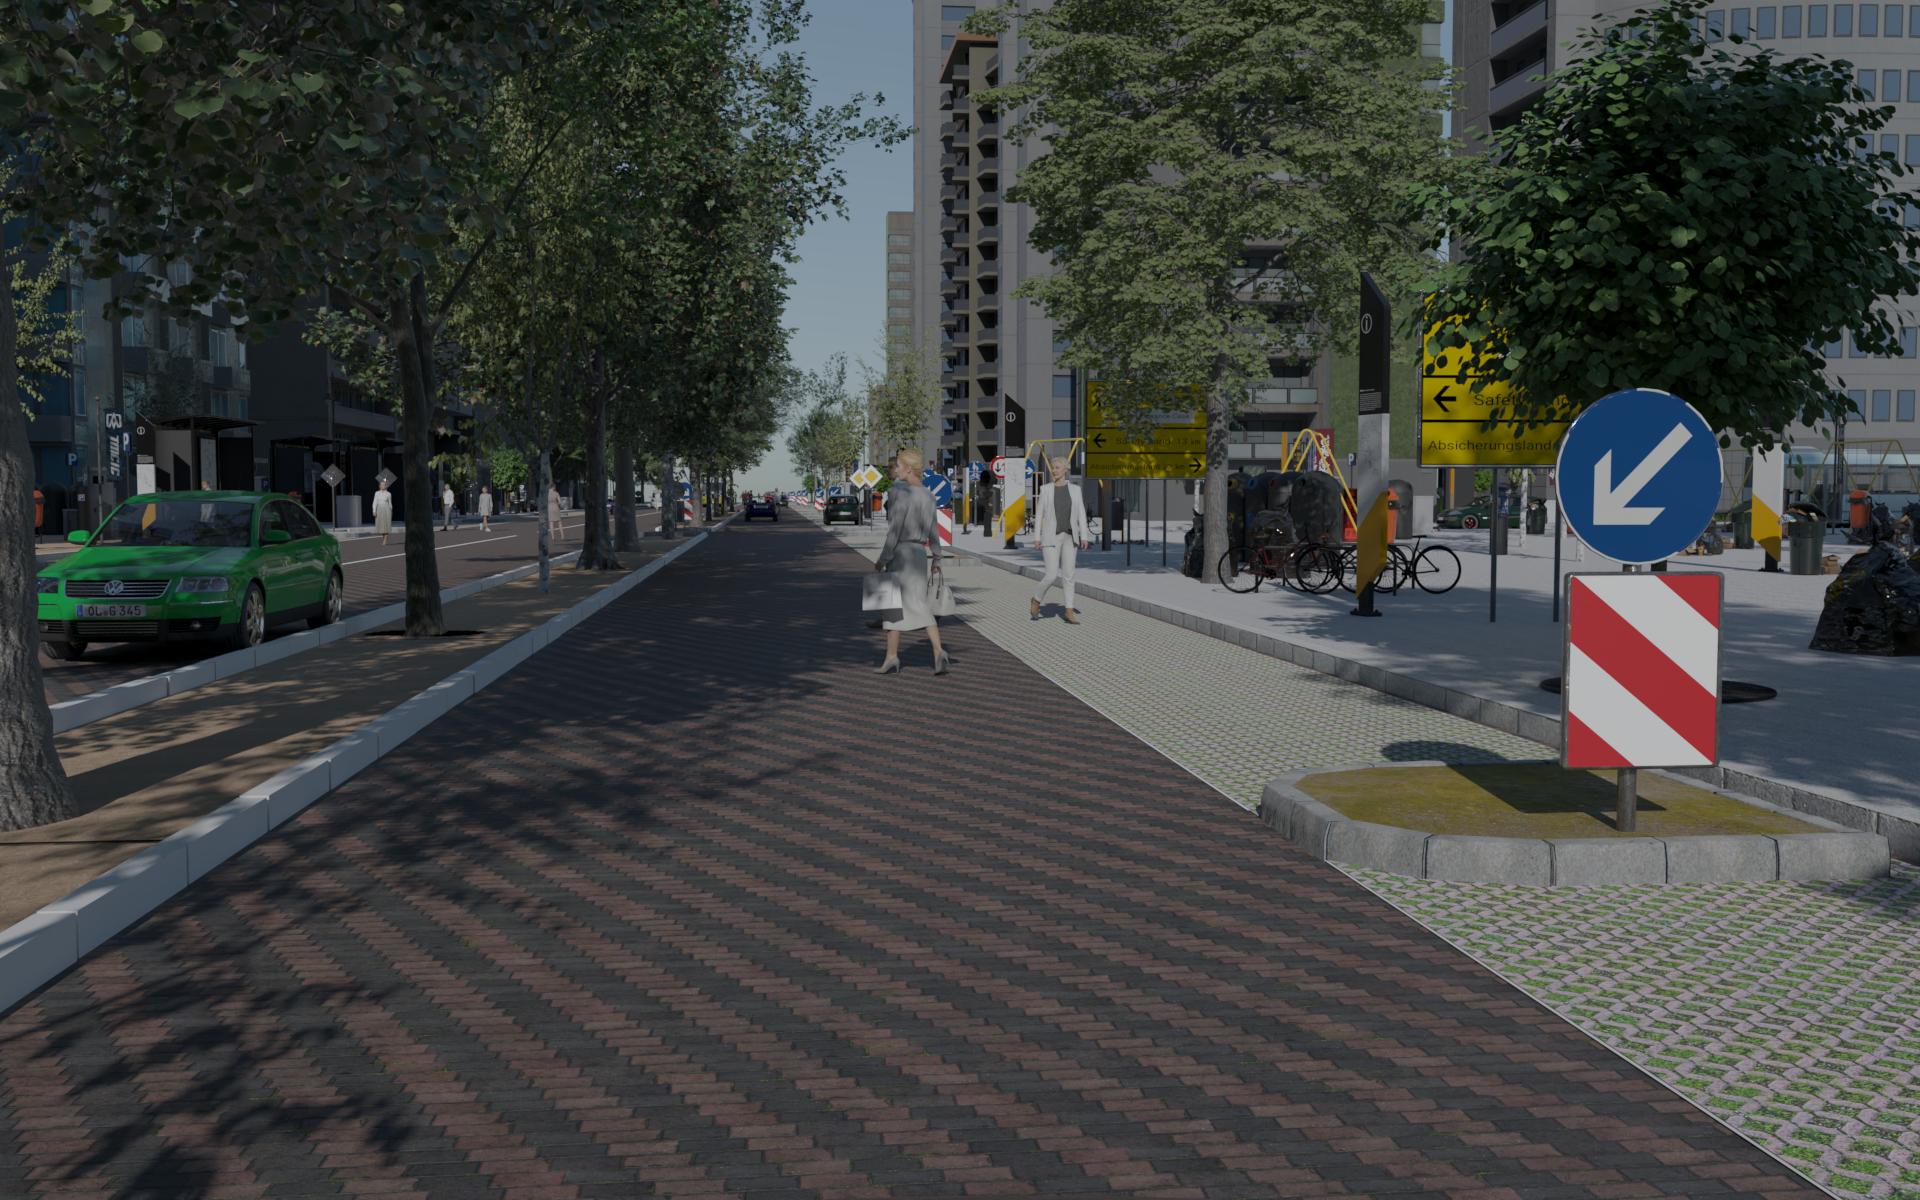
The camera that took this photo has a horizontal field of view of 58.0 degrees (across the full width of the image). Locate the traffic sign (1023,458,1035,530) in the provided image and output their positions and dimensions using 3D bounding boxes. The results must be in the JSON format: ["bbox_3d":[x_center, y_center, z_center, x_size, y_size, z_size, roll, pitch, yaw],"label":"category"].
[{"bbox_3d":[2.265,-3.724,60.991,0.768,2.556,0.104,0,4,-2],"label":"traffic sign"}]

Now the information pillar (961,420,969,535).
[{"bbox_3d":[0.183,-3.876,54.725,0.183,3.616,0.504,-1,4,-13],"label":"information pillar"}]

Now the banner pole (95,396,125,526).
[{"bbox_3d":[-21.921,-3.339,44.617,0.401,3.779,0.863,3,5,42],"label":"banner pole"}]

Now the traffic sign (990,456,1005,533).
[{"bbox_3d":[1.372,-3.524,57.726,0.768,2.556,0.104,0,4,-3],"label":"traffic sign"}]

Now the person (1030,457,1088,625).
[{"bbox_3d":[1.073,-0.658,19.140,0.514,1.842,0.818,-2,4,-29],"label":"person"}]

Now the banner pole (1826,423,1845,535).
[{"bbox_3d":[27.641,-3.945,54.524,0.401,3.779,0.863,0,4,5],"label":"banner pole"}]

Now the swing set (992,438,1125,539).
[{"bbox_3d":[2.743,-3.184,49.674,2.862,2.851,3.119,-2,4,-23],"label":"swing set"}]

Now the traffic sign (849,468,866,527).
[{"bbox_3d":[-3.906,-3.892,67.282,0.795,2.450,0.064,0,4,-6],"label":"traffic sign"}]

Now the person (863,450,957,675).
[{"bbox_3d":[-0.386,-0.294,13.656,0.694,1.780,0.624,-3,4,-37],"label":"person"}]

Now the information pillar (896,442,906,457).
[{"bbox_3d":[-2.621,-5.289,77.824,0.504,3.616,0.183,2,4,26],"label":"information pillar"}]

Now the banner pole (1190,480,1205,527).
[{"bbox_3d":[9.433,-4.785,68.246,0.401,3.779,0.863,-3,4,-37],"label":"banner pole"}]

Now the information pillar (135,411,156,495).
[{"bbox_3d":[-22.879,-3.505,48.669,0.504,3.616,0.183,0,4,-2],"label":"information pillar"}]

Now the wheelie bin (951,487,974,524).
[{"bbox_3d":[0.068,-3.990,73.140,0.693,1.594,0.980,1,4,12],"label":"wheelie bin"}]

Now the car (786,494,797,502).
[{"bbox_3d":[-27.652,-16.724,283.034,1.945,1.707,3.694,0,4,-8],"label":"car"}]

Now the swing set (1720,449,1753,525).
[{"bbox_3d":[27.309,-3.861,60.750,2.862,2.851,3.119,0,4,-8],"label":"swing set"}]

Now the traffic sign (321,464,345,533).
[{"bbox_3d":[-20.778,-3.290,57.431,0.795,2.450,0.064,0,4,-6],"label":"traffic sign"}]

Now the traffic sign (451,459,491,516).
[{"bbox_3d":[-28.519,-6.550,100.971,2.265,3.308,0.079,0,4,-4],"label":"traffic sign"}]

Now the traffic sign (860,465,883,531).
[{"bbox_3d":[-3.037,-3.407,59.344,0.795,2.450,0.064,0,4,-6],"label":"traffic sign"}]

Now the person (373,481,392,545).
[{"bbox_3d":[-16.186,-2.441,48.638,0.478,1.798,0.641,0,4,0],"label":"person"}]

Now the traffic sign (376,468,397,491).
[{"bbox_3d":[-21.647,-3.775,65.369,0.795,2.450,0.064,0,4,-6],"label":"traffic sign"}]

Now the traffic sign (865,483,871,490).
[{"bbox_3d":[-5.292,-6.231,101.976,0.768,2.556,0.104,0,4,-3],"label":"traffic sign"}]

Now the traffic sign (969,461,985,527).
[{"bbox_3d":[0.605,-4.119,67.450,0.768,2.556,0.104,0,4,3],"label":"traffic sign"}]

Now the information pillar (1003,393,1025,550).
[{"bbox_3d":[1.258,-2.979,40.053,0.504,3.616,0.183,0,4,6],"label":"information pillar"}]

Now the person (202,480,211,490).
[{"bbox_3d":[-19.749,-2.256,45.478,0.635,1.810,0.391,3,5,43],"label":"person"}]

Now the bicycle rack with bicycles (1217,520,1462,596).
[{"bbox_3d":[5.094,-0.574,22.767,2.925,0.926,2.852,1,4,23],"label":"bicycle rack with bicycles"}]

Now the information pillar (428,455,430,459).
[{"bbox_3d":[-29.814,-6.473,97.193,0.183,3.616,0.504,-2,4,-26],"label":"information pillar"}]

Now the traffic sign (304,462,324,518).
[{"bbox_3d":[-25.703,-4.209,68.921,0.768,2.556,0.104,0,4,-1],"label":"traffic sign"}]

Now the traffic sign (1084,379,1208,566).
[{"bbox_3d":[3.317,-2.251,30.670,2.265,3.308,0.079,0,4,-4],"label":"traffic sign"}]

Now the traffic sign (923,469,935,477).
[{"bbox_3d":[-1.644,-5.451,89.232,0.768,2.556,0.104,0,4,1],"label":"traffic sign"}]

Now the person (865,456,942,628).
[{"bbox_3d":[-0.590,-0.603,18.465,0.850,1.850,0.679,1,4,14],"label":"person"}]

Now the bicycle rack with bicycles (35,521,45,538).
[{"bbox_3d":[-28.156,-2.216,49.617,2.925,0.926,2.852,-1,4,-10],"label":"bicycle rack with bicycles"}]

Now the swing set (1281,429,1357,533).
[{"bbox_3d":[8.702,-2.770,42.909,2.862,2.851,3.119,1,4,17],"label":"swing set"}]

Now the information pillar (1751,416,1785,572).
[{"bbox_3d":[13.327,-2.273,28.518,0.183,3.616,0.504,-3,4,-38],"label":"information pillar"}]

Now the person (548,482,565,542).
[{"bbox_3d":[-12.202,-2.648,52.128,0.599,1.781,0.374,0,4,-8],"label":"person"}]

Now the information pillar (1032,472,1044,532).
[{"bbox_3d":[2.606,-3.274,58.017,0.304,2.012,0.304,-2,4,-30],"label":"information pillar"}]

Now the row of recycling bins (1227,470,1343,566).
[{"bbox_3d":[5.804,-1.500,31.633,1.069,1.692,3.534,-1,4,-20],"label":"row of recycling bins"}]

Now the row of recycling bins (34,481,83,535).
[{"bbox_3d":[-28.848,-2.896,54.463,3.534,1.692,1.069,0,4,7],"label":"row of recycling bins"}]

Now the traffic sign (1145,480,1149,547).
[{"bbox_3d":[4.526,-2.553,41.844,0.768,2.556,0.104,0,4,3],"label":"traffic sign"}]

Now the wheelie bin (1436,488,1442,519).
[{"bbox_3d":[23.719,-4.762,85.774,0.980,1.594,0.693,-3,5,-45],"label":"wheelie bin"}]

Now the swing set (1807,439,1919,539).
[{"bbox_3d":[26.504,-3.264,50.984,2.862,2.851,3.119,0,4,-6],"label":"swing set"}]

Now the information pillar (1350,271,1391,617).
[{"bbox_3d":[4.305,-1.634,18.070,0.183,3.616,0.504,-1,4,-18],"label":"information pillar"}]

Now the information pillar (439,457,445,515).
[{"bbox_3d":[-31.273,-6.919,104.484,0.504,3.616,0.183,3,5,41],"label":"information pillar"}]

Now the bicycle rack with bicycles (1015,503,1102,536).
[{"bbox_3d":[3.135,-2.503,54.310,2.925,0.926,2.852,0,4,7],"label":"bicycle rack with bicycles"}]

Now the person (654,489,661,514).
[{"bbox_3d":[-21.920,-7.157,125.865,0.624,1.780,0.694,-2,4,-34],"label":"person"}]

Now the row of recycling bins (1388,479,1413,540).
[{"bbox_3d":[12.659,-2.644,50.340,1.069,1.692,3.534,1,4,11],"label":"row of recycling bins"}]

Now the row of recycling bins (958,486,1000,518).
[{"bbox_3d":[0.982,-5.392,95.273,1.069,1.692,3.534,-3,4,-37],"label":"row of recycling bins"}]

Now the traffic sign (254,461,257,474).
[{"bbox_3d":[-23.621,-3.494,57.240,0.768,2.556,0.104,0,4,2],"label":"traffic sign"}]

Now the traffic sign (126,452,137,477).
[{"bbox_3d":[-24.526,-3.159,51.754,0.768,2.556,0.104,0,4,-1],"label":"traffic sign"}]

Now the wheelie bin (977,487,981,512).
[{"bbox_3d":[0.521,-4.171,76.106,0.980,1.594,0.693,3,5,39],"label":"wheelie bin"}]

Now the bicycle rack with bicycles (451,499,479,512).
[{"bbox_3d":[-35.697,-6.734,123.478,2.925,0.926,2.852,-2,4,-25],"label":"bicycle rack with bicycles"}]

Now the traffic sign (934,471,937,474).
[{"bbox_3d":[-1.489,-5.829,95.411,0.768,2.556,0.104,0,4,3],"label":"traffic sign"}]

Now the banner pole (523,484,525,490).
[{"bbox_3d":[-34.769,-8.983,136.892,0.863,3.779,0.401,1,4,17],"label":"banner pole"}]

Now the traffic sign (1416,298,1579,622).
[{"bbox_3d":[5.665,-1.431,17.272,2.265,3.308,0.079,0,4,-2],"label":"traffic sign"}]
